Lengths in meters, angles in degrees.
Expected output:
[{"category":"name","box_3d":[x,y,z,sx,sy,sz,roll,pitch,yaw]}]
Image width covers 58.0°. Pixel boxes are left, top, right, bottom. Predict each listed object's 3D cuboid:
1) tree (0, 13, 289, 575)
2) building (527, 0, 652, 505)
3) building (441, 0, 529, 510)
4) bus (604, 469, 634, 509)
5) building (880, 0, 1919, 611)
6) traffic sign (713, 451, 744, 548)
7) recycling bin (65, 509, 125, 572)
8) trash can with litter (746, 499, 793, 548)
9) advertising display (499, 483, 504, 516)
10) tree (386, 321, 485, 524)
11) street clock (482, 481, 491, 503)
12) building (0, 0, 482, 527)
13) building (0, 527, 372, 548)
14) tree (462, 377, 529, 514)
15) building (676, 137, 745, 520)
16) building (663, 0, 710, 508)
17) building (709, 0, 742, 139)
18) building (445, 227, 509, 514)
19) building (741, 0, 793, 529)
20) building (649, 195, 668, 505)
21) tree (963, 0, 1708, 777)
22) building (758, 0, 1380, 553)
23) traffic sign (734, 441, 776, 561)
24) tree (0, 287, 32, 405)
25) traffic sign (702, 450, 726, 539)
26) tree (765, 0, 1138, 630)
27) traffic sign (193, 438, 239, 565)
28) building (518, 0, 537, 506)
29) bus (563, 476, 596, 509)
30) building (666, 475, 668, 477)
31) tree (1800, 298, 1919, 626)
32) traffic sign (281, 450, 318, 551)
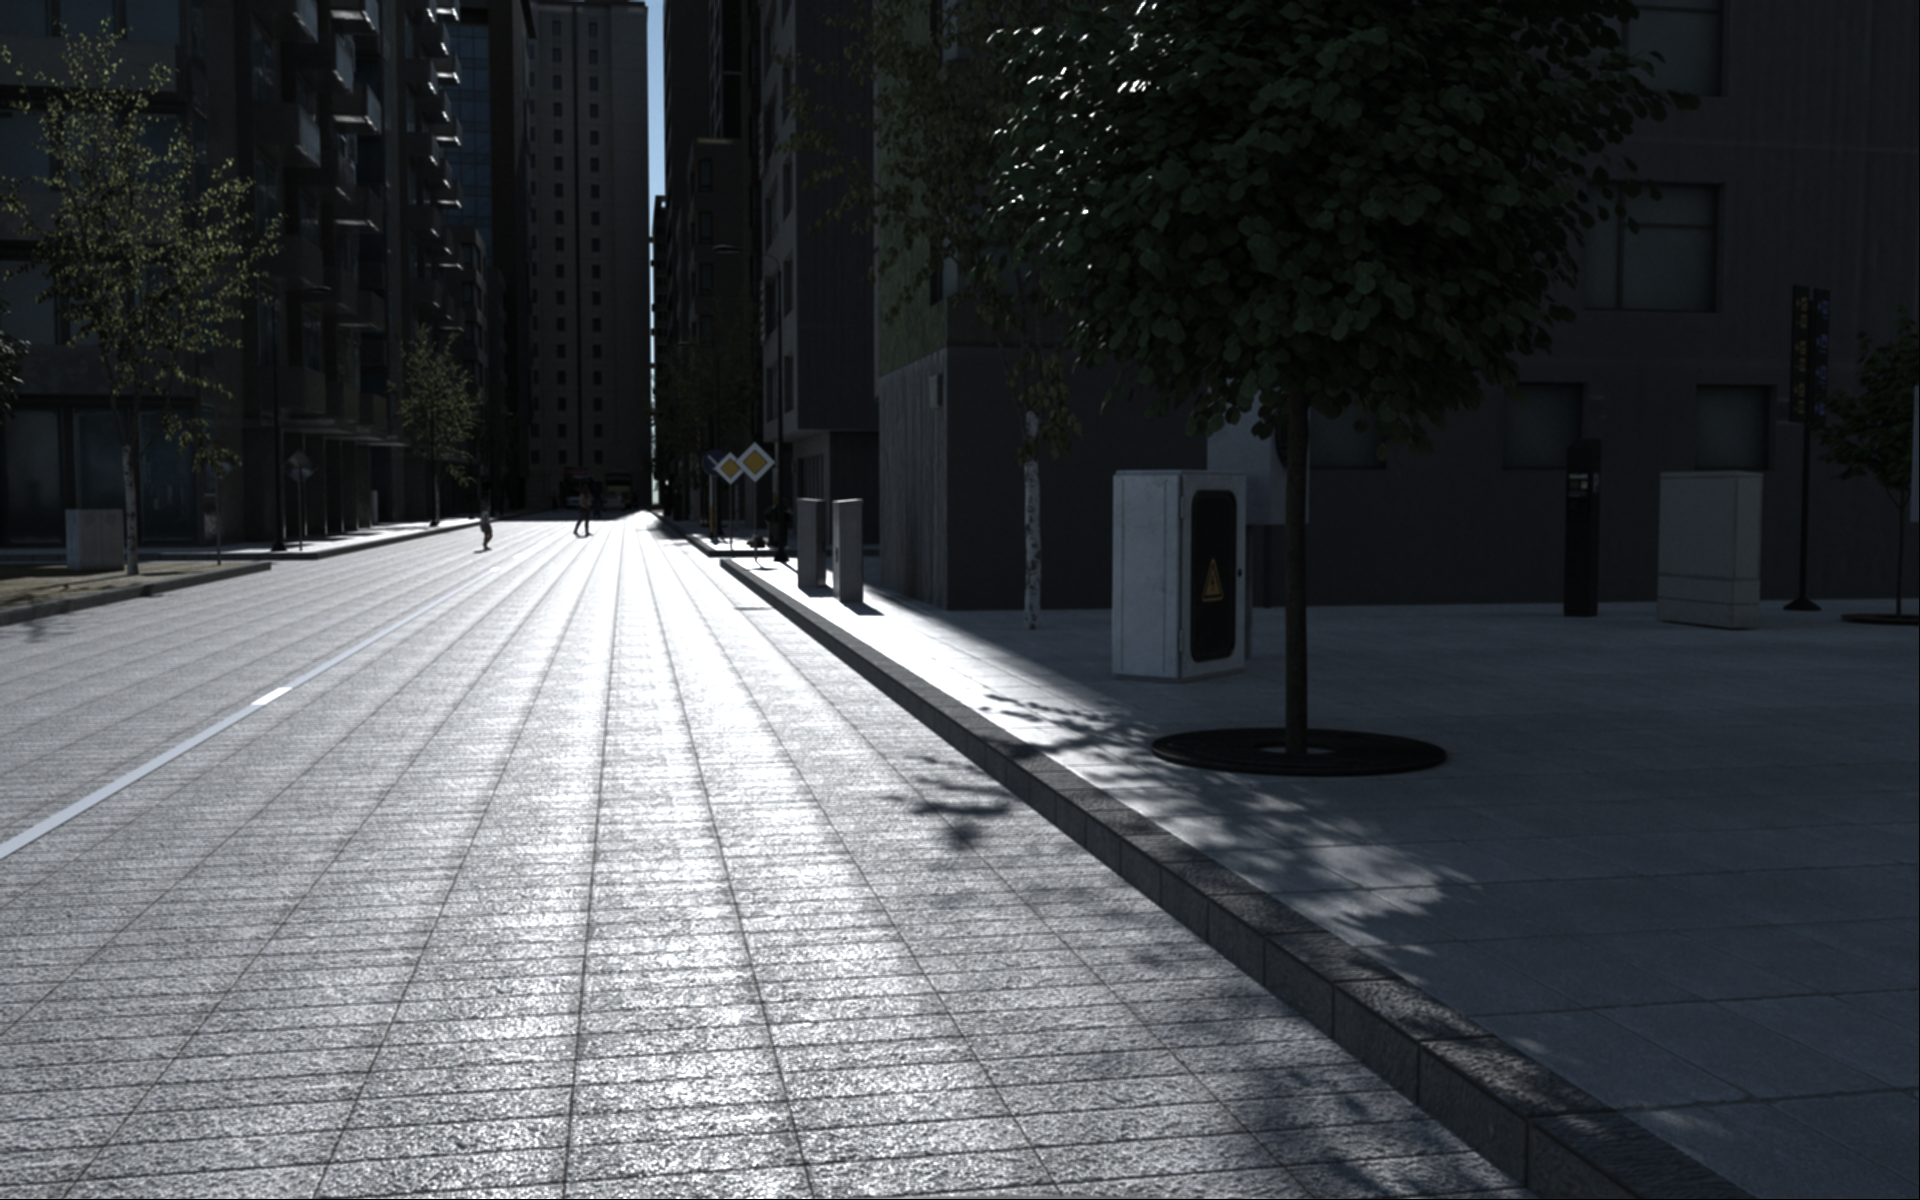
[{"category":"tree","box_3d":[-12.959,-4.690,27.052,4.360,8.622,3.978,0,3,0]},{"category":"building","box_3d":[-51.001,-40.515,204.425,28.212,58.520,21.231,-1,4,-11]},{"category":"building","box_3d":[-44.141,-30.337,146.121,14.600,45.320,14.200,-1,4,-11]},{"category":"bus","box_3d":[-32.961,-10.749,167.291,2.896,3.916,12.252,-1,4,-11]},{"category":"building","box_3d":[5.459,-20.927,25.756,14.154,41.232,14.086,-1,4,-11]},{"category":"traffic sign","box_3d":[-5.411,-2.276,40.855,0.795,2.450,0.064,-1,4,-11]},{"category":"recycling bin","box_3d":[-14.489,-1.006,29.009,0.722,1.027,0.722,-3,5,-42]},{"category":"trash can with litter","box_3d":[-4.572,-1.846,41.577,1.055,1.170,0.624,-2,4,-32]},{"category":"advertising display","box_3d":[-27.094,-5.938,102.293,0.123,1.923,0.974,-1,4,-23]},{"category":"tree","box_3d":[-22.285,-7.543,73.689,4.360,8.622,3.978,0,3,0]},{"category":"street clock","box_3d":[-25.330,-5.389,92.684,0.358,2.002,0.471,3,4,39]},{"category":"building","box_3d":[-37.755,-28.679,88.508,23.786,49.044,30.456,-1,4,-11]},{"category":"building","box_3d":[-29.965,-26.380,50.916,23.786,49.044,30.456,-1,4,-11]},{"category":"tree","box_3d":[-29.755,-9.765,110.015,4.737,8.622,4.395,0,3,0]},{"category":"building","box_3d":[-2.037,-15.646,100.854,27.650,21.520,28.899,-1,4,-11]},{"category":"building","box_3d":[-14.282,-32.124,148.937,21.300,48.544,21.600,-1,4,-11]},{"category":"building","box_3d":[-9.824,-42.135,127.164,20.563,71.187,20.611,-1,4,-11]},{"category":"building","box_3d":[-47.652,-17.068,124.107,27.650,21.520,28.899,-1,4,-11]},{"category":"building","box_3d":[-1.961,-18.282,70.608,14.160,30.474,14.107,-1,4,-11]},{"category":"building","box_3d":[-26.037,-31.973,214.631,23.993,40.220,32.217,-1,4,-11]},{"category":"tree","box_3d":[1.748,-1.511,8.423,4.285,4.588,4.351,0,3,0]},{"category":"building","box_3d":[1.961,-22.233,47.101,14.086,41.232,14.154,-1,4,-11]},{"category":"traffic sign","box_3d":[-3.902,-1.796,33.013,0.795,2.450,0.064,-1,4,-11]},{"category":"tree","box_3d":[-13.208,-2.288,21.129,4.285,4.588,4.351,0,3,0]},{"category":"traffic sign","box_3d":[-7.005,-3.035,49.720,0.768,2.556,0.104,0,4,-1]},{"category":"tree","box_3d":[0.477,-4.018,16.057,4.737,8.622,4.395,0,3,0]},{"category":"traffic sign","box_3d":[-13.377,-1.687,31.218,0.795,2.450,0.064,-1,4,-11]},{"category":"building","box_3d":[-55.848,-35.469,169.152,27.495,52.752,28.713,-1,4,-11]},{"category":"bus","box_3d":[-36.680,-10.559,167.506,2.948,3.499,13.247,-1,4,-11]},{"category":"building","box_3d":[-17.621,-33.954,174.755,23.786,49.044,30.456,-1,4,-11]},{"category":"tree","box_3d":[9.300,-1.391,17.348,1.663,3.219,1.824,0,3,0]},{"category":"traffic sign","box_3d":[-14.886,-2.166,39.059,0.795,2.450,0.064,-1,4,-11]}]
